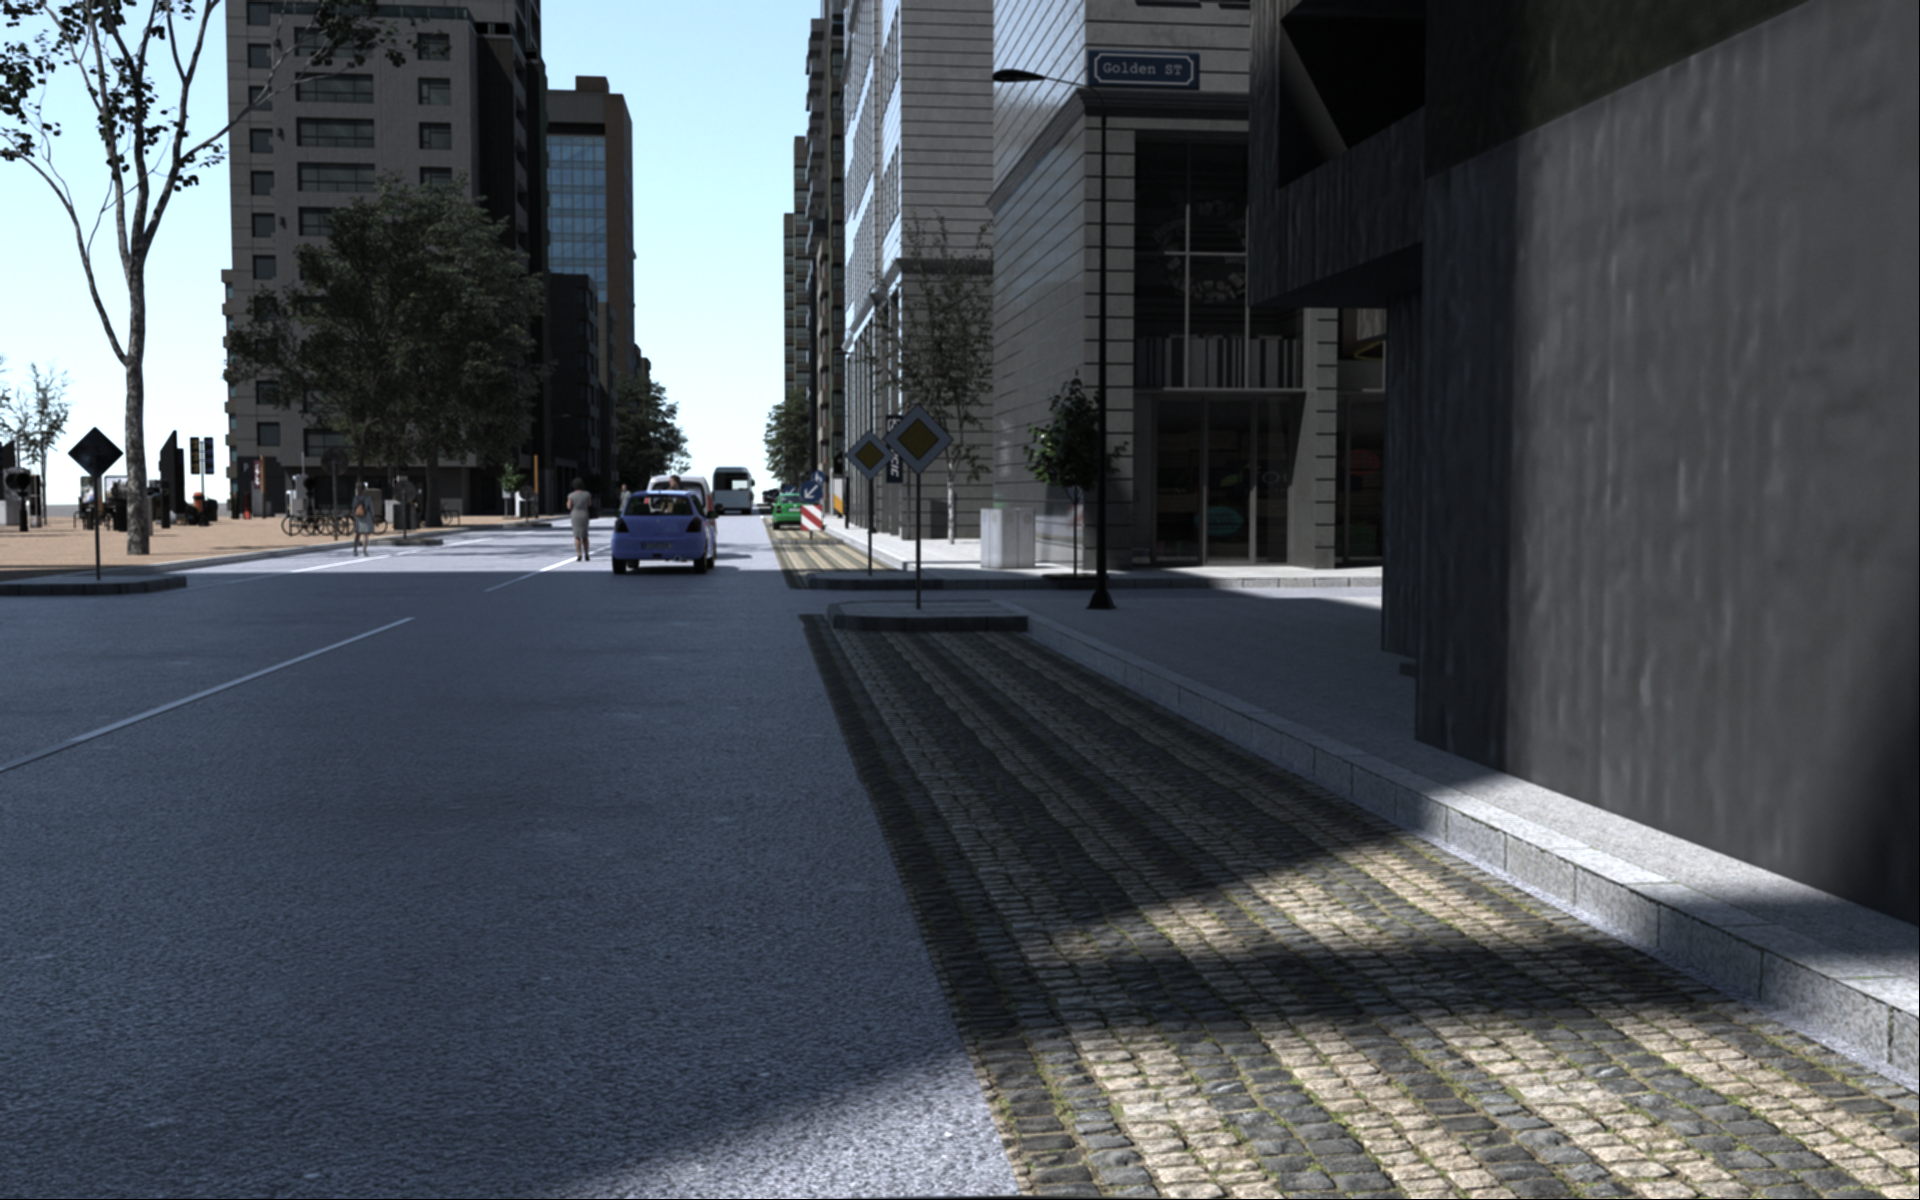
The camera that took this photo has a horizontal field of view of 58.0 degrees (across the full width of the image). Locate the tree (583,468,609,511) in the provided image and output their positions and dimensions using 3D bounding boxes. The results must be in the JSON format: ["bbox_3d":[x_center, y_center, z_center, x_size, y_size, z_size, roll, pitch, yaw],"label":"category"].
[{"bbox_3d":[-27.649,-8.441,132.617,1.663,3.219,1.824,0,3,0],"label":"tree"}]

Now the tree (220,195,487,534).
[{"bbox_3d":[-19.220,-7.370,54.906,8.767,10.594,7.601,-1,4,-11],"label":"tree"}]

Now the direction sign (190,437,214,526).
[{"bbox_3d":[-30.093,-4.699,68.820,0.876,3.537,0.379,-1,4,-8],"label":"direction sign"}]

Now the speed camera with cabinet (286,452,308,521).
[{"bbox_3d":[-31.530,-5.383,82.341,0.660,3.252,2.038,-2,4,-33],"label":"speed camera with cabinet"}]

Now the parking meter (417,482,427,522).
[{"bbox_3d":[-25.093,-4.590,80.756,0.399,1.863,0.255,2,4,24],"label":"parking meter"}]

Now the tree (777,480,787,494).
[{"bbox_3d":[-22.456,-13.762,219.614,1.663,3.219,1.824,0,3,0],"label":"tree"}]

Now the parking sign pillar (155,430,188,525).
[{"bbox_3d":[-33.407,-5.198,73.459,1.447,3.967,1.447,3,5,40],"label":"parking sign pillar"}]

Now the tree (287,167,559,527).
[{"bbox_3d":[-20.472,-9.782,66.583,9.857,13.997,8.962,0,3,0],"label":"tree"}]

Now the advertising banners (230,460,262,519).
[{"bbox_3d":[-36.400,-5.635,88.320,2.074,3.025,0.090,1,4,20],"label":"advertising banners"}]

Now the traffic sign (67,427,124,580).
[{"bbox_3d":[-12.882,-1.358,25.843,0.795,2.450,0.064,0,4,-7],"label":"traffic sign"}]

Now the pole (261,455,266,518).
[{"bbox_3d":[-36.577,-5.939,90.941,0.158,3.312,0.155,0,3,0],"label":"pole"}]

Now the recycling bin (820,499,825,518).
[{"bbox_3d":[-7.763,-5.027,94.742,0.722,1.027,0.722,0,4,-6],"label":"recycling bin"}]

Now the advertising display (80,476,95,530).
[{"bbox_3d":[-31.128,-3.468,61.923,0.974,1.923,0.123,3,4,37],"label":"advertising display"}]

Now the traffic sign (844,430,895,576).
[{"bbox_3d":[-1.417,-1.440,27.191,0.795,2.450,0.064,0,4,-7],"label":"traffic sign"}]

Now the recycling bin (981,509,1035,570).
[{"bbox_3d":[0.824,-1.058,29.859,0.722,1.027,0.722,-2,4,-28],"label":"recycling bin"}]

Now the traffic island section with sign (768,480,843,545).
[{"bbox_3d":[-4.367,-2.488,49.307,1.989,1.847,2.006,0,4,-7],"label":"traffic island section with sign"}]

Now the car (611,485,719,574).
[{"bbox_3d":[-5.519,-1.399,32.463,1.945,1.707,3.694,0,4,-5],"label":"car"}]

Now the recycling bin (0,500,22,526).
[{"bbox_3d":[-38.342,-3.511,69.953,0.722,1.027,0.722,3,4,37],"label":"recycling bin"}]

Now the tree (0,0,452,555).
[{"bbox_3d":[-17.514,-11.105,37.464,12.611,20.169,13.585,0,3,0],"label":"tree"}]

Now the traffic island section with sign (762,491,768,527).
[{"bbox_3d":[-7.577,-4.125,76.071,1.989,1.847,2.006,0,4,-7],"label":"traffic island section with sign"}]

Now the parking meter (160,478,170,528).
[{"bbox_3d":[-29.690,-3.607,64.691,0.255,1.863,0.399,-2,4,-35],"label":"parking meter"}]

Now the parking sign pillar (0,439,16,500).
[{"bbox_3d":[-47.318,-5.938,85.562,1.447,3.967,1.447,-1,4,-11],"label":"parking sign pillar"}]

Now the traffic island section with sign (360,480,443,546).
[{"bbox_3d":[-15.637,-2.448,48.645,1.989,1.847,2.006,0,4,-7],"label":"traffic island section with sign"}]

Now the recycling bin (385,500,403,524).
[{"bbox_3d":[-24.449,-3.824,75.068,0.722,1.027,0.722,0,4,0],"label":"recycling bin"}]

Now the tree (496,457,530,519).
[{"bbox_3d":[-23.256,-5.831,89.937,1.663,3.219,1.824,0,3,0],"label":"tree"}]

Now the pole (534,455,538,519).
[{"bbox_3d":[-22.114,-5.905,90.385,0.158,3.312,0.155,0,3,0],"label":"pole"}]

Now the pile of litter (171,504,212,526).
[{"bbox_3d":[-31.602,-3.491,71.043,1.719,0.858,1.176,-2,4,-24],"label":"pile of litter"}]

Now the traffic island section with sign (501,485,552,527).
[{"bbox_3d":[-18.848,-4.084,75.409,1.989,1.847,2.006,0,4,-7],"label":"traffic island section with sign"}]

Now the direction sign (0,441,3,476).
[{"bbox_3d":[-41.174,-5.022,74.101,0.379,3.537,0.876,0,4,-2],"label":"direction sign"}]

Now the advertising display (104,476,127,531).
[{"bbox_3d":[-29.455,-3.387,60.597,0.974,1.923,0.123,1,4,12],"label":"advertising display"}]

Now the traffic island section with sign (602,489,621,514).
[{"bbox_3d":[-24.792,-7.121,125.057,1.989,1.847,2.006,0,4,-7],"label":"traffic island section with sign"}]

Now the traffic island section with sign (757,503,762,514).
[{"bbox_3d":[-13.556,-7.180,126.020,1.989,1.847,2.006,0,4,-7],"label":"traffic island section with sign"}]

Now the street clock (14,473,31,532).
[{"bbox_3d":[-31.813,-3.317,58.803,0.358,2.002,0.471,2,4,35],"label":"street clock"}]

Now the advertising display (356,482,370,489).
[{"bbox_3d":[-31.328,-5.241,90.897,0.974,1.923,0.123,2,4,33],"label":"advertising display"}]

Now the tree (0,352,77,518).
[{"bbox_3d":[-49.580,-8.730,93.093,4.360,8.622,3.978,0,3,0],"label":"tree"}]

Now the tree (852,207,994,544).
[{"bbox_3d":[-0.368,-5.725,43.972,4.360,8.622,3.978,0,3,0],"label":"tree"}]

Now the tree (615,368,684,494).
[{"bbox_3d":[-33.059,-16.434,175.353,9.857,13.997,8.962,0,3,0],"label":"tree"}]

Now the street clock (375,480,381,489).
[{"bbox_3d":[-29.142,-5.026,86.742,0.358,2.002,0.471,-1,4,-8],"label":"street clock"}]

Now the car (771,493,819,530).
[{"bbox_3d":[-6.677,-3.750,70.114,1.959,1.807,4.718,0,4,-6],"label":"car"}]

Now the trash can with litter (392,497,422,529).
[{"bbox_3d":[-20.273,-3.184,63.441,1.055,1.170,0.624,0,4,2],"label":"trash can with litter"}]

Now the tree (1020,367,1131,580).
[{"bbox_3d":[1.871,-1.942,26.350,1.663,3.219,1.824,0,3,0],"label":"tree"}]

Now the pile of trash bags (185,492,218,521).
[{"bbox_3d":[-35.678,-4.351,80.888,1.912,1.369,3.447,-2,4,-29],"label":"pile of trash bags"}]

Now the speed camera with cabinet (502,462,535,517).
[{"bbox_3d":[-24.540,-6.232,96.237,2.038,3.252,0.660,3,4,36],"label":"speed camera with cabinet"}]

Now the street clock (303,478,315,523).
[{"bbox_3d":[-29.134,-4.466,77.591,0.358,2.002,0.471,3,4,37],"label":"street clock"}]

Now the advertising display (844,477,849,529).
[{"bbox_3d":[-4.223,-3.630,64.557,0.123,1.923,0.974,0,4,-8],"label":"advertising display"}]

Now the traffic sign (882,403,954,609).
[{"bbox_3d":[-0.467,-0.955,19.263,0.795,2.450,0.064,0,4,-7],"label":"traffic sign"}]

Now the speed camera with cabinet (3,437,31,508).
[{"bbox_3d":[-33.218,-3.996,59.664,2.038,3.252,0.660,0,4,-7],"label":"speed camera with cabinet"}]

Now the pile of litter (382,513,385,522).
[{"bbox_3d":[-26.737,-3.937,78.338,1.176,0.858,1.719,2,4,32],"label":"pile of litter"}]

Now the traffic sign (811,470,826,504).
[{"bbox_3d":[-7.558,-5.663,92.694,0.768,2.556,0.104,0,4,1],"label":"traffic sign"}]

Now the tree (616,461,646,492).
[{"bbox_3d":[-32.191,-11.272,168.004,4.285,4.588,4.351,0,3,0],"label":"tree"}]

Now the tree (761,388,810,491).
[{"bbox_3d":[-17.689,-16.353,185.504,7.486,12.596,7.792,0,3,0],"label":"tree"}]

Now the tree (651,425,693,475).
[{"bbox_3d":[-43.718,-20.370,258.810,9.928,11.665,9.643,0,3,0],"label":"tree"}]

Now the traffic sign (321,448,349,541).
[{"bbox_3d":[-17.222,-2.913,47.732,0.768,2.556,0.104,0,4,-2],"label":"traffic sign"}]

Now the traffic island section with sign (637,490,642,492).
[{"bbox_3d":[-28.022,-8.770,152.010,1.989,1.847,2.006,0,4,-7],"label":"traffic island section with sign"}]
